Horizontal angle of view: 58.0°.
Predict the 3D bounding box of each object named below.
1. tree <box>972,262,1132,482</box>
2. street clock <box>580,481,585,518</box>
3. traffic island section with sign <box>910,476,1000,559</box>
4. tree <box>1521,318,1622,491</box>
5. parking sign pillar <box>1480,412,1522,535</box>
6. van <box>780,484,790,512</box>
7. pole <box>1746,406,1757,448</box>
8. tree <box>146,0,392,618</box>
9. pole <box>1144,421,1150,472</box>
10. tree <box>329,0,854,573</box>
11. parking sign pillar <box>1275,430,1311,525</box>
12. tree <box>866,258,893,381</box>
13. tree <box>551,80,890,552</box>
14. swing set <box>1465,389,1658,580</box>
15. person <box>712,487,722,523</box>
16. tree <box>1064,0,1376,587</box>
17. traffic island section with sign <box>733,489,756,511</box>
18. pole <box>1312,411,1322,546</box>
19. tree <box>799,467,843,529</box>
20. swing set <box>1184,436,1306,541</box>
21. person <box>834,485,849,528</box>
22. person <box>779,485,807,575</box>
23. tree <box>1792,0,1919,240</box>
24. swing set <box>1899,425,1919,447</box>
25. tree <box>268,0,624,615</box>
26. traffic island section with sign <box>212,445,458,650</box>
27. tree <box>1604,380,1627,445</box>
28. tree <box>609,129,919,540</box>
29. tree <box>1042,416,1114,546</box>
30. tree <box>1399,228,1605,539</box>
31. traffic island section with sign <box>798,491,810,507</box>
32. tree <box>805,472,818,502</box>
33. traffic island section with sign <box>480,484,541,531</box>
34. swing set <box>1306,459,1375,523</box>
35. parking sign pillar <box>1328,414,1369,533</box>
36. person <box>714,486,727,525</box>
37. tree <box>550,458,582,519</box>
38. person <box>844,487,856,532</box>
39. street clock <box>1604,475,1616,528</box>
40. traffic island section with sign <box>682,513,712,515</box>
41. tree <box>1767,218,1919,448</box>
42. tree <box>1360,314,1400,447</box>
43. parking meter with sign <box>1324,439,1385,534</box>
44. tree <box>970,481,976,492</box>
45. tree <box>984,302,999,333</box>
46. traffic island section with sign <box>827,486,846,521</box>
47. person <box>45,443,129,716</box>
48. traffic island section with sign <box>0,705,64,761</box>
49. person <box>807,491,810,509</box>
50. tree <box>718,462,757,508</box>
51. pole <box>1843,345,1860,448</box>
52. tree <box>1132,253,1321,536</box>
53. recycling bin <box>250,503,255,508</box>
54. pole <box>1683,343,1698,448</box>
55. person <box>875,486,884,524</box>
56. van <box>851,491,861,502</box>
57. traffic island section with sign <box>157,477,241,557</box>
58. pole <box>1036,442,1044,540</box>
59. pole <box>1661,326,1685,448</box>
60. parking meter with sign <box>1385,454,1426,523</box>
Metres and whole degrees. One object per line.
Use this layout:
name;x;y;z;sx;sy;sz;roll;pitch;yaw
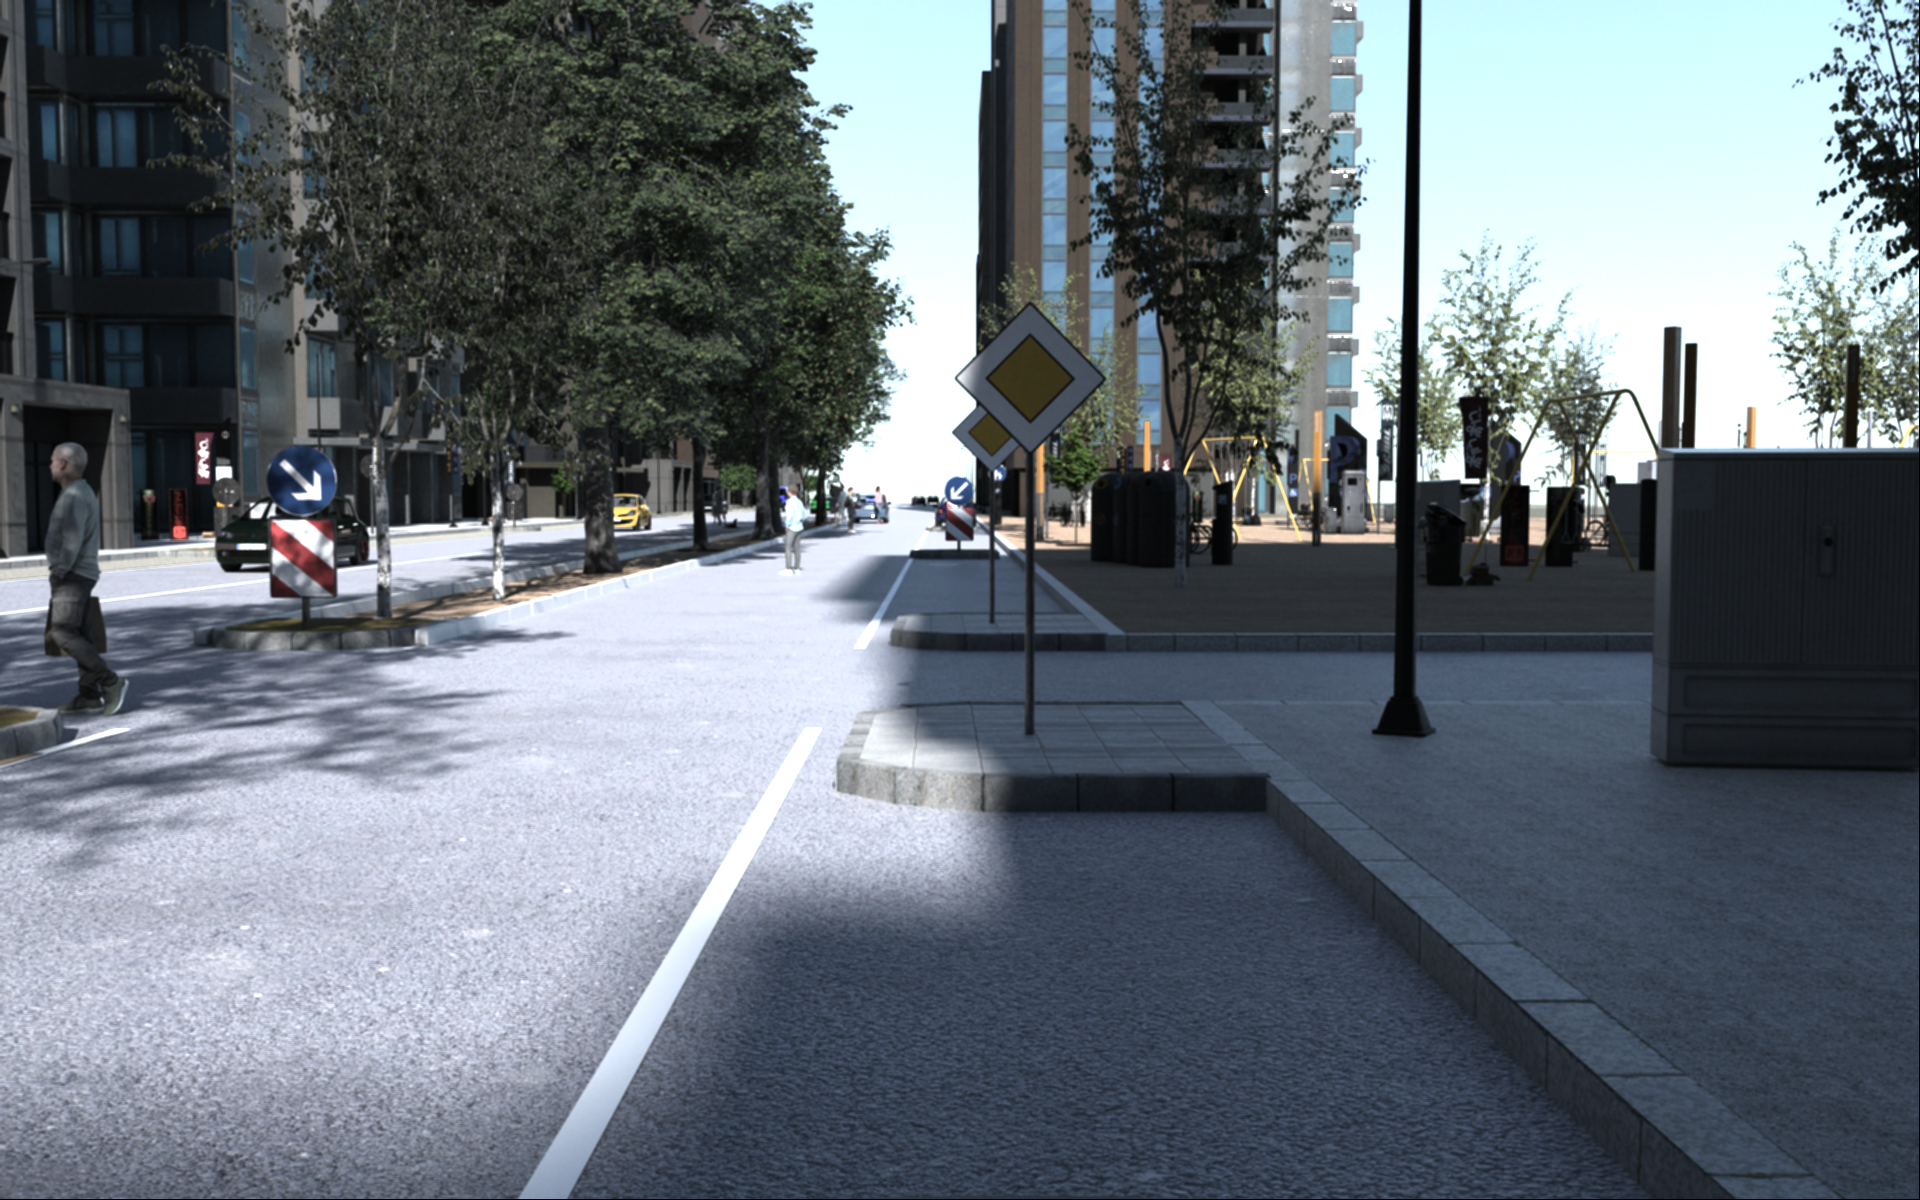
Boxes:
tree;2.452;-6.358;54.321;4.737;8.622;4.395;0;3;0
street clock;-20.218;-5.382;92.568;0.358;2.002;0.471;-1;4;-16
traffic island section with sign;-0.130;-1.857;38.984;1.989;1.847;2.006;0;4;0
tree;25.921;-7.510;73.155;4.360;8.622;3.978;0;3;0
parking sign pillar;16.974;-4.080;55.186;1.447;3.967;1.447;2;4;35
van;-15.027;-8.425;142.127;2.240;2.365;5.245;0;4;2
pole;18.437;-2.849;40.423;0.158;3.312;0.155;0;3;0
tree;-6.293;-4.017;18.503;4.360;8.622;3.978;0;3;0
pole;5.237;-3.343;48.499;0.158;3.312;0.155;0;3;0
tree;-6.465;-7.445;30.843;9.857;13.997;8.962;0;3;0
parking sign pillar;13.866;-5.111;72.030;1.447;3.967;1.447;1;4;11
tree;-6.861;-9.453;63.663;9.857;13.997;8.962;0;3;0
tree;-6.574;-7.018;42.950;9.928;11.665;9.643;0;3;0
swing set;9.814;-1.798;27.025;2.862;2.851;3.119;0;4;-2
person;-11.805;-4.618;84.234;0.478;1.798;0.641;-3;4;-38
tree;3.139;-4.475;23.526;4.360;8.622;3.978;0;3;0
traffic island section with sign;-17.813;-8.288;144.140;1.989;1.847;2.006;0;4;0
pole;8.781;-2.979;42.553;0.158;3.312;0.155;0;3;0
tree;-6.397;-7.230;71.024;4.360;8.622;3.978;0;3;0
swing set;7.421;-3.096;48.244;2.862;2.851;3.119;-2;4;-27
person;-4.986;-4.021;74.116;0.818;1.842;0.514;0;4;7
person;-2.981;-1.265;30.998;0.330;1.601;0.589;3;4;38
tree;11.279;-4.217;19.318;4.360;8.622;3.978;0;3;0
swing set;21.614;-2.479;38.152;2.862;2.851;3.119;0;4;4
tree;-6.224;-4.290;22.956;4.360;8.622;3.978;0;3;0
traffic island section with sign;-6.159;-0.533;16.855;2.006;1.907;1.989;0;4;0
tree;28.642;-8.004;81.229;4.737;8.622;4.395;0;3;0
tree;-6.074;-8.174;53.104;9.611;12.733;9.660;0;3;0
tree;2.763;-2.957;42.954;1.663;3.219;1.824;0;3;0
tree;15.148;-6.025;48.869;4.737;8.622;4.395;0;3;0
traffic island section with sign;-18.166;-11.577;197.911;1.989;1.847;2.006;0;4;0
tree;-21.683;-16.426;252.282;4.285;4.588;4.351;0;3;0
traffic island section with sign;-17.294;-3.564;66.896;1.989;1.847;2.006;0;4;0
swing set;16.584;-4.896;77.662;3.119;2.851;2.862;-1;4;-12
parking sign pillar;12.914;-4.233;57.681;1.447;3.967;1.447;-3;4;-37
person;-10.977;-4.318;79.441;0.599;1.781;0.374;2;4;24
tree;-20.457;-5.844;90.149;1.663;3.219;1.824;0;3;0
person;-4.089;-3.387;64.876;0.522;1.701;0.512;-1;4;-18
street clock;24.923;-3.785;66.462;0.358;2.002;0.471;-1;4;-12
traffic island section with sign;-17.632;-6.626;116.969;1.989;1.847;2.006;0;4;0
tree;23.925;-5.928;47.280;4.737;8.622;4.395;0;3;0
tree;17.559;-7.139;67.080;4.737;8.622;4.395;0;3;0
parking meter with sign;12.502;-3.600;55.128;1.738;3.016;0.543;0;4;2
tree;1.108;-14.113;225.352;1.663;3.219;1.824;0;3;0
tree;2.646;-6.815;61.788;4.360;8.622;3.978;0;3;0
traffic island section with sign;-6.672;-5.129;91.991;2.006;1.907;1.989;0;4;0
person;-5.775;-0.148;11.411;0.515;1.767;0.782;-2;4;-24
traffic island section with sign;-6.119;-0.080;9.448;2.006;1.907;1.989;0;4;0
person;-14.348;-9.504;164.602;0.721;1.735;1.217;0;4;-2
tree;-20.743;-11.291;168.315;4.285;4.588;4.351;0;3;0
pole;12.211;-1.831;23.778;0.158;3.312;0.155;0;3;0
tree;8.594;-6.287;53.161;4.737;8.622;4.395;0;3;0
recycling bin;-19.433;-2.198;48.487;0.722;1.027;0.722;-1;4;-14
pole;9.884;-1.814;23.498;0.158;3.312;0.155;0;3;0
person;-3.894;-4.572;83.265;0.388;1.821;0.555;1;4;22
van;-14.093;-13.822;232.998;2.013;2.044;4.112;0;4;-2
traffic island section with sign;-17.107;-1.915;39.941;1.989;1.847;2.006;0;4;0
pole;2.227;-3.326;48.225;0.158;3.312;0.155;0;3;0
pole;8.683;-1.673;21.195;0.158;3.312;0.155;0;3;0
parking meter with sign;19.675;-4.919;76.693;1.738;3.016;0.543;2;4;33
